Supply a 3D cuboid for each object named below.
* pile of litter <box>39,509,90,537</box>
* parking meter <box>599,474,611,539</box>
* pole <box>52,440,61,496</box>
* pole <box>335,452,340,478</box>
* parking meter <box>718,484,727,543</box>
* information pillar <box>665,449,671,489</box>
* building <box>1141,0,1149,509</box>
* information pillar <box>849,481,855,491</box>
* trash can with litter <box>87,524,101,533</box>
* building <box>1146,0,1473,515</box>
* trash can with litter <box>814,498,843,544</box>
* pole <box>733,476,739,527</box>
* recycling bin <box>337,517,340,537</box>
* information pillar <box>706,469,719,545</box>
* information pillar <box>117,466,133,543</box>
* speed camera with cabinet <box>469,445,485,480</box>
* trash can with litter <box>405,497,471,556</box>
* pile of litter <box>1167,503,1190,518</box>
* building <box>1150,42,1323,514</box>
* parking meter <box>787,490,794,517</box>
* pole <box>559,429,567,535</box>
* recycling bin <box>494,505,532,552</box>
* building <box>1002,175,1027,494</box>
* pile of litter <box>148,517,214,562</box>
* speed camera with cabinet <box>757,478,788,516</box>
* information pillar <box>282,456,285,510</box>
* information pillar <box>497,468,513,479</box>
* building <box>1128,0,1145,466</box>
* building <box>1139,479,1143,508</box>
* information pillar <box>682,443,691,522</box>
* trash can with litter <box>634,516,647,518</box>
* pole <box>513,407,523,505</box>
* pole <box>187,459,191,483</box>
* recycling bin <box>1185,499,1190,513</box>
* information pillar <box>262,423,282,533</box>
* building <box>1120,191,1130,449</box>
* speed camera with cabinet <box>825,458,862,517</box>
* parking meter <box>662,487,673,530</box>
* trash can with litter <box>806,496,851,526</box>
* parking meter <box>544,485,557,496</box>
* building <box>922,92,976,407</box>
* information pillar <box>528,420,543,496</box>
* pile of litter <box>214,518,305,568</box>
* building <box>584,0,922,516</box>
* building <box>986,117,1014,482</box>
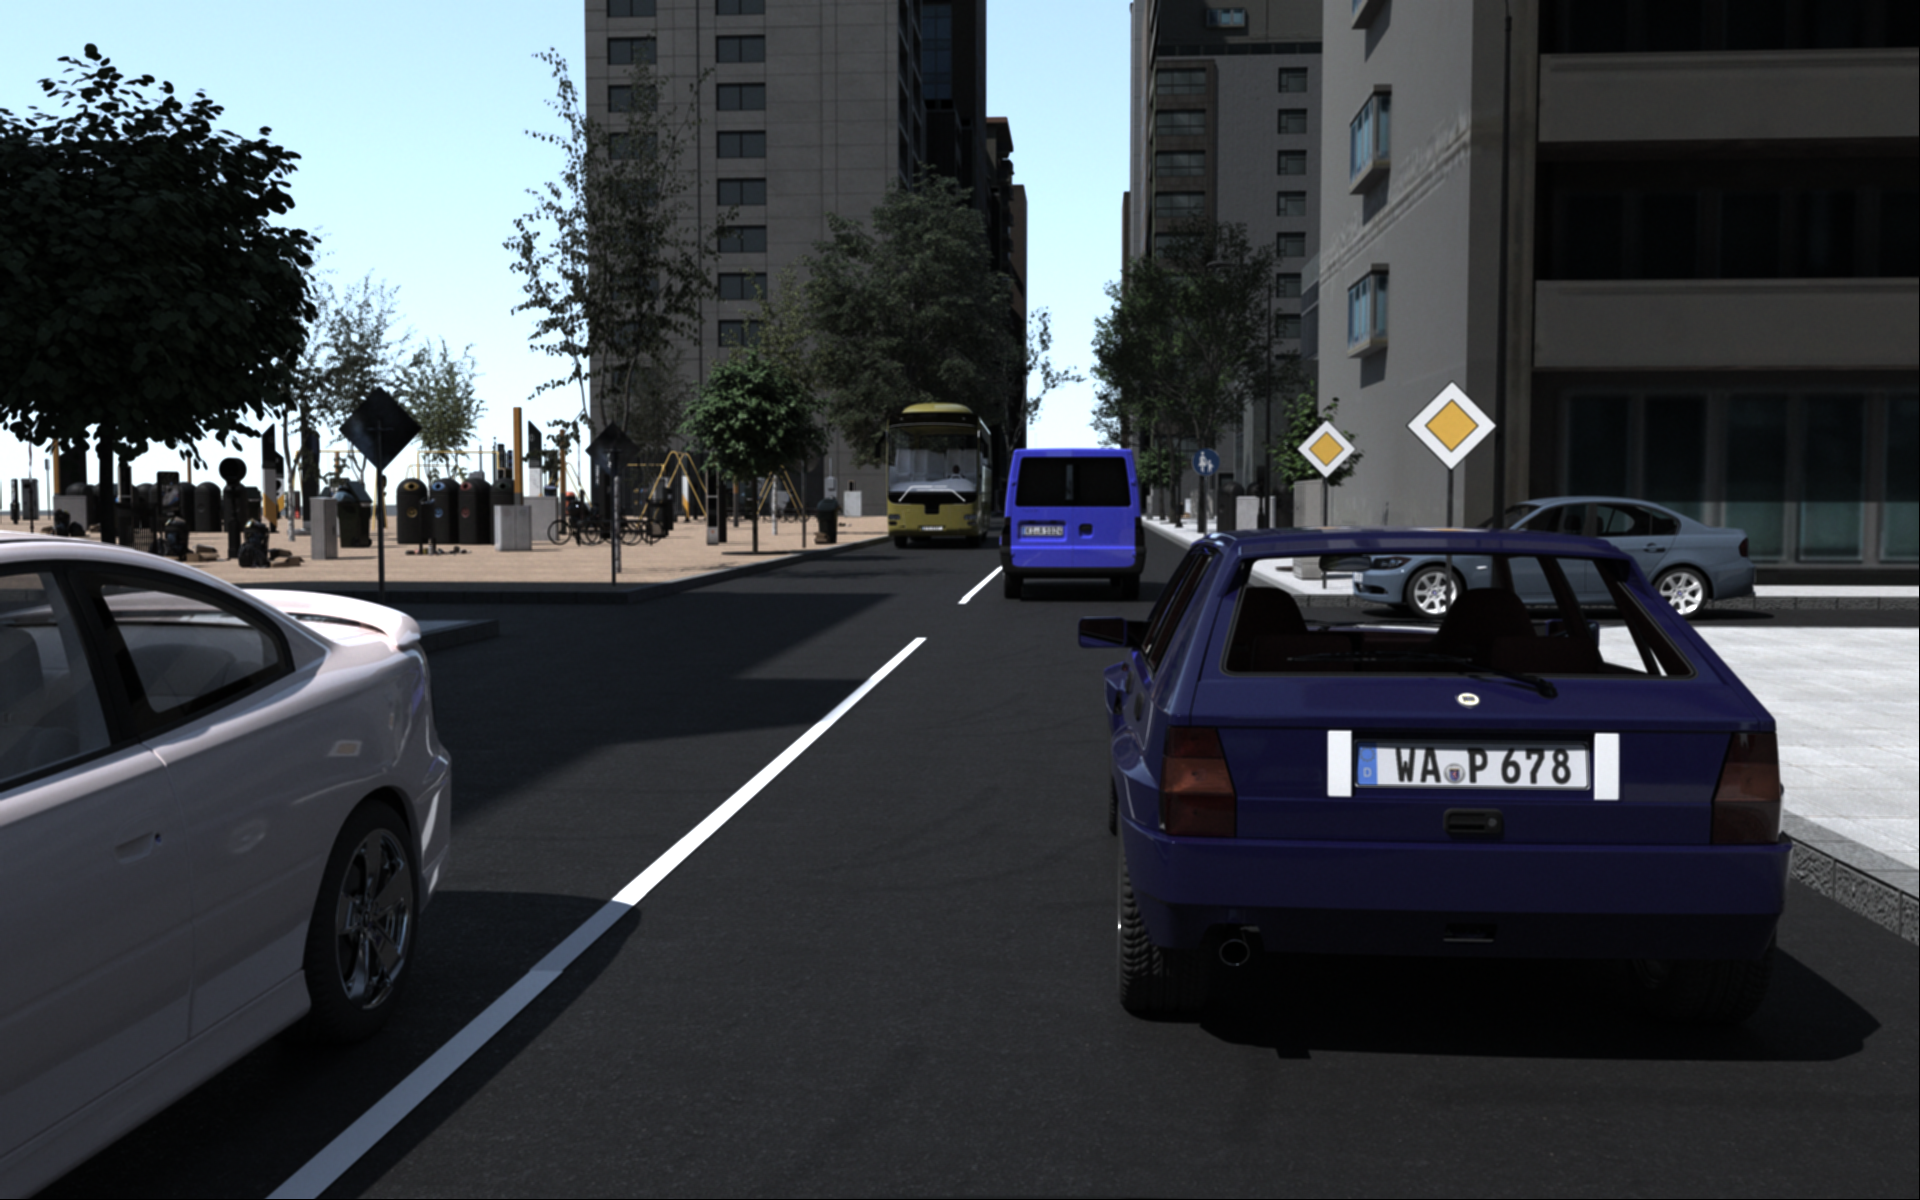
[{"bbox_3d":[-26.985,-2.316,51.825,1.719,0.858,1.176,-2,4,-29],"label":"pile of litter"},{"bbox_3d":[-10.145,-2.691,49.715,0.255,1.863,0.399,2,4,32],"label":"parking meter"},{"bbox_3d":[-31.807,-4.107,60.999,0.158,3.312,0.155,0,3,0],"label":"pole"},{"bbox_3d":[-29.307,-5.365,81.566,0.158,3.312,0.155,0,3,0],"label":"pole"},{"bbox_3d":[-6.349,-2.281,45.699,0.372,1.533,0.369,0,3,0],"label":"parking meter"},{"bbox_3d":[-14.341,-5.733,85.081,0.183,3.616,0.504,1,4,12],"label":"information pillar"},{"bbox_3d":[22.783,-30.570,149.923,14.600,45.320,14.200,0,4,4],"label":"building"},{"bbox_3d":[-6.027,-5.634,96.609,0.304,2.012,0.304,1,4,13],"label":"information pillar"},{"bbox_3d":[-28.492,-2.828,57.618,1.055,1.170,0.624,0,4,-5],"label":"trash can with litter"},{"bbox_3d":[25.392,-31.072,131.725,21.300,48.544,21.600,0,4,4],"label":"building"},{"bbox_3d":[-3.406,-2.031,44.589,0.624,1.170,1.055,0,4,8],"label":"trash can with litter"},{"bbox_3d":[-8.692,-4.482,67.128,0.158,3.312,0.155,0,3,0],"label":"pole"},{"bbox_3d":[-18.227,-2.397,51.745,0.722,1.027,0.722,-1,4,-19],"label":"recycling bin"},{"bbox_3d":[-6.236,-2.391,43.585,0.304,2.012,0.304,-1,4,-11],"label":"information pillar"},{"bbox_3d":[-21.704,-2.480,45.033,0.304,2.012,0.304,-2,4,-35],"label":"information pillar"},{"bbox_3d":[-19.588,-4.643,70.246,0.660,3.252,2.038,-1,4,-13],"label":"speed camera with cabinet"},{"bbox_3d":[-11.125,-1.600,37.211,1.678,1.210,2.233,1,4,16],"label":"trash can with litter"},{"bbox_3d":[11.669,-4.727,91.256,1.719,0.858,1.176,0,4,7],"label":"pile of litter"},{"bbox_3d":[19.680,-20.986,114.820,14.160,30.474,14.107,0,4,4],"label":"building"},{"bbox_3d":[-9.675,-5.524,98.732,0.372,1.533,0.369,0,3,0],"label":"parking meter"},{"bbox_3d":[-12.496,-3.709,54.489,0.158,3.312,0.155,0,3,0],"label":"pole"},{"bbox_3d":[-10.076,-1.620,39.036,0.722,1.027,0.722,-2,4,-24],"label":"recycling bin"},{"bbox_3d":[2.317,-36.339,244.248,14.600,45.320,14.200,0,4,4],"label":"building"},{"bbox_3d":[-14.654,-1.158,32.901,1.176,0.858,1.719,3,5,40],"label":"pile of litter"},{"bbox_3d":[-10.875,-6.439,99.609,2.038,3.252,0.660,-2,4,-31],"label":"speed camera with cabinet"},{"bbox_3d":[-35.904,-6.115,91.340,0.504,3.616,0.183,0,4,-4],"label":"information pillar"},{"bbox_3d":[-12.946,-2.742,49.321,0.304,2.012,0.304,2,4,31],"label":"information pillar"},{"bbox_3d":[29.756,-40.030,196.493,21.231,58.520,28.212,0,4,4],"label":"building"},{"bbox_3d":[24.118,-29.389,164.105,14.154,41.232,14.086,0,4,4],"label":"building"},{"bbox_3d":[-12.495,-5.358,78.959,0.183,3.616,0.504,-3,5,-42],"label":"information pillar"},{"bbox_3d":[-16.624,-5.097,94.400,2.233,1.210,1.678,0,4,5],"label":"trash can with litter"},{"bbox_3d":[-10.365,-2.863,40.660,0.158,3.312,0.155,0,3,0],"label":"pole"},{"bbox_3d":[-42.584,-6.232,95.733,0.158,3.312,0.155,0,3,0],"label":"pole"},{"bbox_3d":[12.721,-4.999,94.286,0.722,1.027,0.722,2,4,30],"label":"recycling bin"},{"bbox_3d":[-22.692,-4.011,56.932,0.183,3.616,0.504,2,4,29],"label":"information pillar"},{"bbox_3d":[30.160,-36.611,248.700,14.600,45.320,14.200,0,4,4],"label":"building"},{"bbox_3d":[-6.448,-6.201,95.717,2.038,3.252,0.660,0,4,-5],"label":"speed camera with cabinet"},{"bbox_3d":[-10.367,-3.244,61.444,0.372,1.533,0.369,0,3,0],"label":"parking meter"},{"bbox_3d":[-5.101,-3.574,69.499,1.678,1.210,2.233,-2,4,-25],"label":"trash can with litter"},{"bbox_3d":[-11.622,-2.494,49.186,0.372,1.533,0.369,0,3,0],"label":"parking meter"},{"bbox_3d":[-6.249,-21.757,127.428,14.160,30.474,14.107,0,4,4],"label":"building"},{"bbox_3d":[-13.464,-3.885,54.880,0.504,3.616,0.183,2,4,25],"label":"information pillar"},{"bbox_3d":[-12.253,-1.032,30.830,1.176,0.858,1.719,0,4,2],"label":"pile of litter"},{"bbox_3d":[-10.797,-41.033,109.141,20.563,71.187,20.611,0,4,4],"label":"building"},{"bbox_3d":[-5.166,-33.240,198.099,22.147,44.769,28.867,0,4,4],"label":"building"}]
